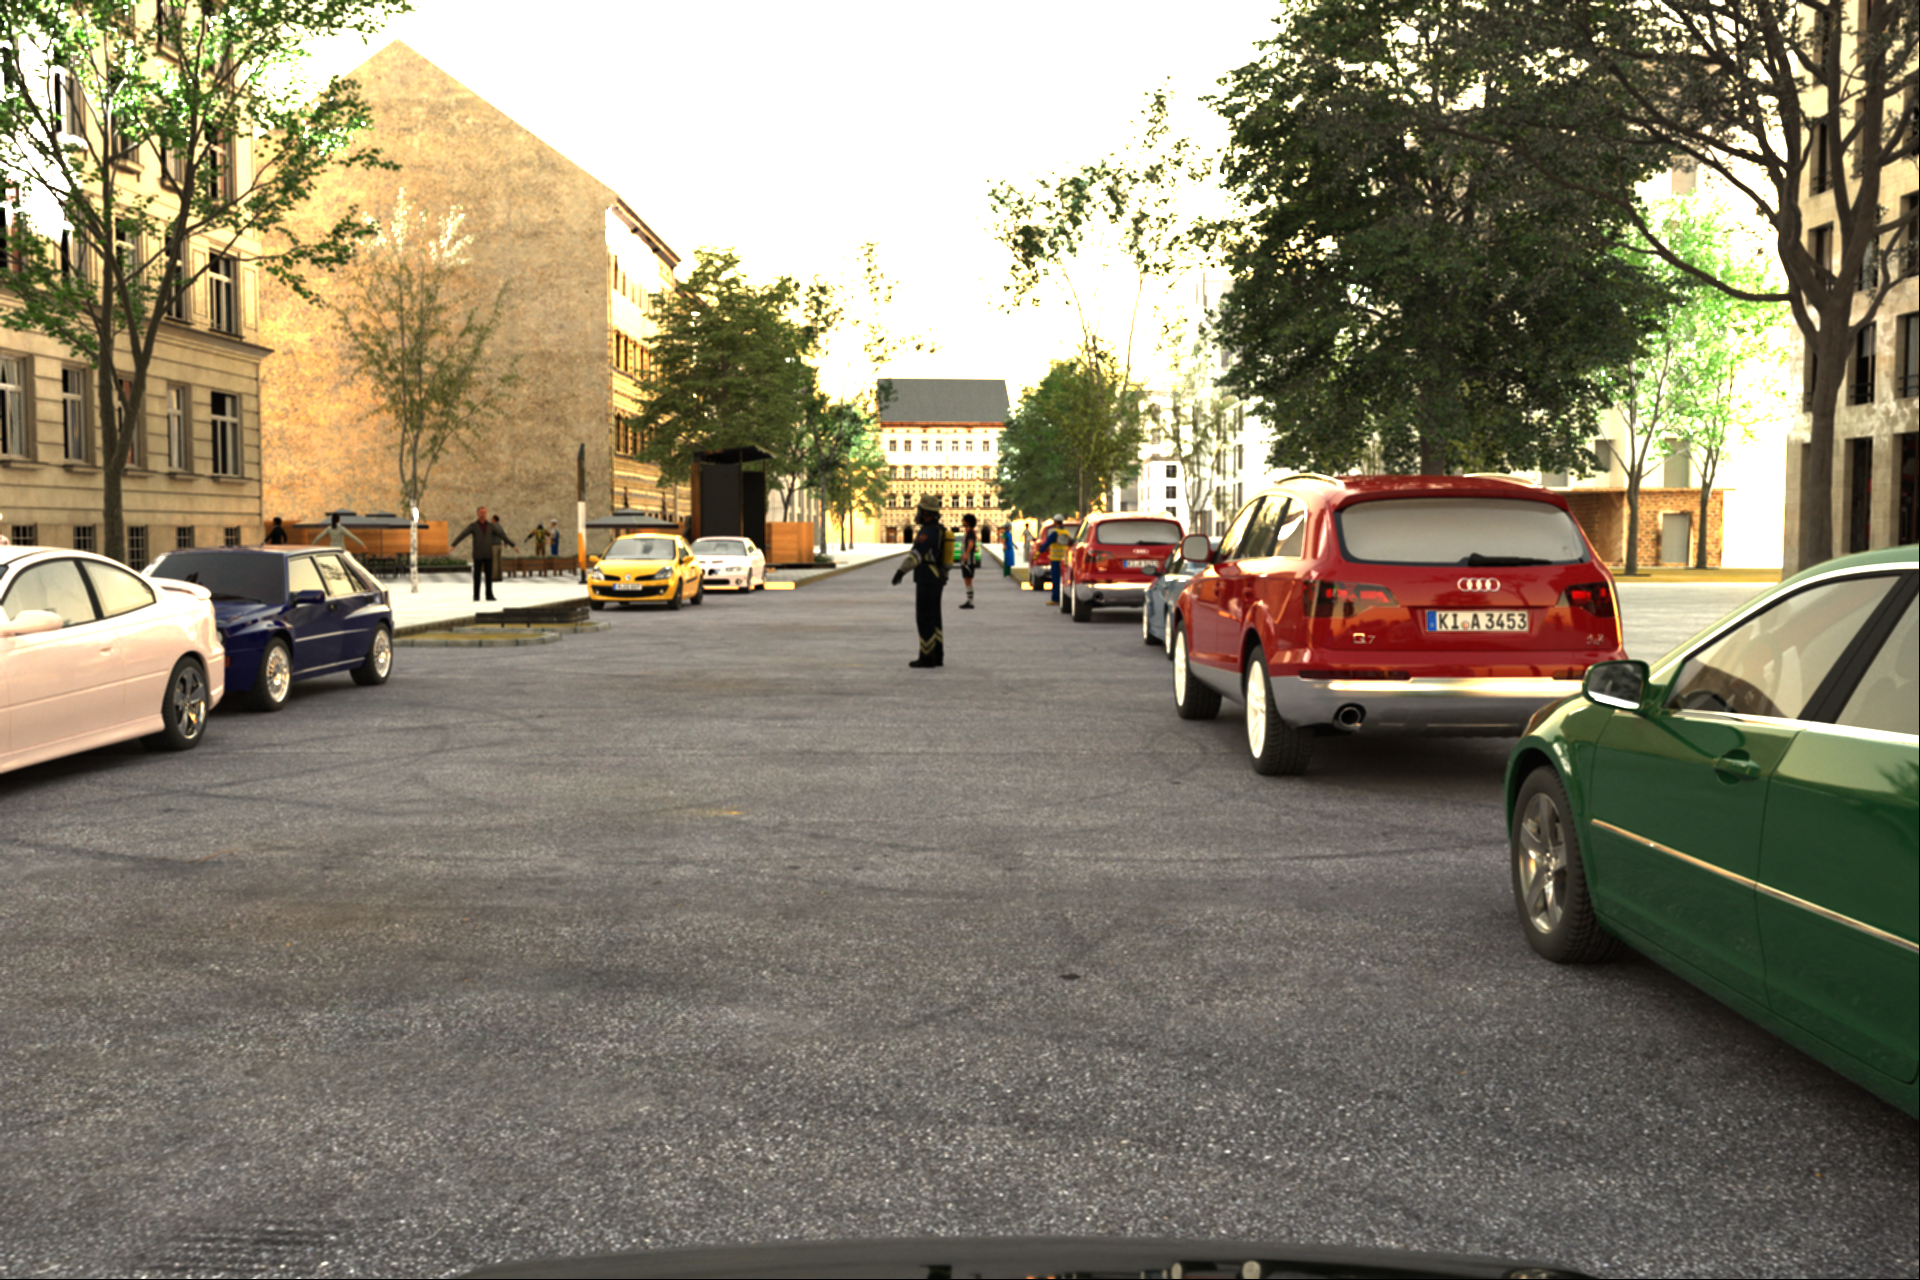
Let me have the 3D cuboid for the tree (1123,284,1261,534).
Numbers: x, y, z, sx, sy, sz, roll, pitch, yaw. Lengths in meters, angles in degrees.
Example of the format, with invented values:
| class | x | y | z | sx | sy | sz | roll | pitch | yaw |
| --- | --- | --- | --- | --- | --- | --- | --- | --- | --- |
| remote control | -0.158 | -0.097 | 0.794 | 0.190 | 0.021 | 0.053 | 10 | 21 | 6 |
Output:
| class | x | y | z | sx | sy | sz | roll | pitch | yaw |
| --- | --- | --- | --- | --- | --- | --- | --- | --- | --- |
| tree | 6.934 | -6.173 | 51.287 | 4.360 | 8.622 | 3.978 | 0 | 3 | 0 |

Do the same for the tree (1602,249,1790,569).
| class | x | y | z | sx | sy | sz | roll | pitch | yaw |
| --- | --- | --- | --- | --- | --- | --- | --- | --- | --- |
| tree | 27.309 | -8.395 | 63.011 | 9.928 | 11.665 | 9.643 | 0 | 3 | 0 |

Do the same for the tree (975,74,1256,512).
| class | x | y | z | sx | sy | sz | roll | pitch | yaw |
| --- | --- | --- | --- | --- | --- | --- | --- | --- | --- |
| tree | 6.540 | -13.303 | 73.396 | 12.611 | 20.169 | 13.585 | 0 | 3 | 0 |

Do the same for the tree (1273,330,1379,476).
| class | x | y | z | sx | sy | sz | roll | pitch | yaw |
| --- | --- | --- | --- | --- | --- | --- | --- | --- | --- |
| tree | 13.361 | -6.789 | 61.367 | 4.737 | 8.622 | 4.395 | 0 | 3 | 0 |

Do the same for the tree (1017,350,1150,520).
| class | x | y | z | sx | sy | sz | roll | pitch | yaw |
| --- | --- | --- | --- | --- | --- | --- | --- | --- | --- |
| tree | 7.087 | -10.596 | 98.992 | 9.928 | 11.665 | 9.643 | 0 | 3 | 0 |

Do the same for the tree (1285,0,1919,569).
| class | x | y | z | sx | sy | sz | roll | pitch | yaw |
| --- | --- | --- | --- | --- | --- | --- | --- | --- | --- |
| tree | 8.990 | -6.569 | 17.776 | 12.009 | 13.543 | 11.850 | 0 | 3 | 0 |

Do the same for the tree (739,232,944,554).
| class | x | y | z | sx | sy | sz | roll | pitch | yaw |
| --- | --- | --- | --- | --- | --- | --- | --- | --- | --- |
| tree | -7.793 | -15.465 | 108.738 | 12.611 | 20.169 | 13.585 | 0 | 3 | 0 |

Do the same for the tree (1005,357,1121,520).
| class | x | y | z | sx | sy | sz | roll | pitch | yaw |
| --- | --- | --- | --- | --- | --- | --- | --- | --- | --- |
| tree | 6.740 | -11.851 | 111.894 | 7.486 | 12.596 | 7.792 | 0 | 3 | 0 |

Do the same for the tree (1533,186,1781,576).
| class | x | y | z | sx | sy | sz | roll | pitch | yaw |
| --- | --- | --- | --- | --- | --- | --- | --- | --- | --- |
| tree | 20.607 | -7.759 | 52.612 | 9.928 | 11.665 | 9.643 | 0 | 3 | 0 |

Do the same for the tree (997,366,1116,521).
| class | x | y | z | sx | sy | sz | roll | pitch | yaw |
| --- | --- | --- | --- | --- | --- | --- | --- | --- | --- |
| tree | 6.885 | -13.498 | 127.350 | 9.857 | 13.997 | 8.962 | 0 | 3 | 0 |

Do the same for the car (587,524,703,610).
| class | x | y | z | sx | sy | sz | roll | pitch | yaw |
| --- | --- | --- | --- | --- | --- | --- | --- | --- | --- |
| car | -6.116 | -1.446 | 33.867 | 2.015 | 1.641 | 3.980 | 0 | 4 | 0 |

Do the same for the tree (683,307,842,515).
| class | x | y | z | sx | sy | sz | roll | pitch | yaw |
| --- | --- | --- | --- | --- | --- | --- | --- | --- | --- |
| tree | -8.927 | -9.324 | 78.202 | 9.928 | 11.665 | 9.643 | 0 | 3 | 0 |

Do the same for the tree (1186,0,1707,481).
| class | x | y | z | sx | sy | sz | roll | pitch | yaw |
| --- | --- | --- | --- | --- | --- | --- | --- | --- | --- |
| tree | 8.907 | -7.686 | 32.317 | 9.857 | 13.997 | 8.962 | 0 | 3 | 0 |

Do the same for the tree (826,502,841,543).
| class | x | y | z | sx | sy | sz | roll | pitch | yaw |
| --- | --- | --- | --- | --- | --- | --- | --- | --- | --- |
| tree | -16.924 | -17.946 | 243.780 | 4.360 | 8.622 | 3.978 | 0 | 3 | 0 |

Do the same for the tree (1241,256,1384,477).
| class | x | y | z | sx | sy | sz | roll | pitch | yaw |
| --- | --- | --- | --- | --- | --- | --- | --- | --- | --- |
| tree | 9.414 | -5.798 | 45.155 | 4.737 | 8.622 | 4.395 | 0 | 3 | 0 |

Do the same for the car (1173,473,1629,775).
| class | x | y | z | sx | sy | sz | roll | pitch | yaw |
| --- | --- | --- | --- | --- | --- | --- | --- | --- | --- |
| car | 2.735 | -0.193 | 11.835 | 2.281 | 1.827 | 5.304 | 0 | 4 | -1 |

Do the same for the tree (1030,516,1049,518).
| class | x | y | z | sx | sy | sz | roll | pitch | yaw |
| --- | --- | --- | --- | --- | --- | --- | --- | --- | --- |
| tree | 11.901 | -18.861 | 242.788 | 7.601 | 10.594 | 8.767 | 0 | 4 | -3 |

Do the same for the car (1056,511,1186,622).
| class | x | y | z | sx | sy | sz | roll | pitch | yaw |
| --- | --- | --- | --- | --- | --- | --- | --- | --- | --- |
| car | 2.837 | -1.291 | 29.776 | 2.281 | 1.827 | 5.304 | 0 | 4 | 0 |

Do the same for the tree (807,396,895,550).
| class | x | y | z | sx | sy | sz | roll | pitch | yaw |
| --- | --- | --- | --- | --- | --- | --- | --- | --- | --- |
| tree | -9.349 | -13.738 | 142.747 | 7.486 | 12.596 | 7.792 | 0 | 3 | 0 |

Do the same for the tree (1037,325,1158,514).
| class | x | y | z | sx | sy | sz | roll | pitch | yaw |
| --- | --- | --- | --- | --- | --- | --- | --- | --- | --- |
| tree | 4.935 | -6.827 | 61.977 | 4.737 | 8.622 | 4.395 | 0 | 3 | 0 |

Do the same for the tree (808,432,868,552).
| class | x | y | z | sx | sy | sz | roll | pitch | yaw |
| --- | --- | --- | --- | --- | --- | --- | --- | --- | --- |
| tree | -8.735 | -10.478 | 121.685 | 4.737 | 8.622 | 4.395 | 0 | 3 | 0 |

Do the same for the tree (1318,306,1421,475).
| class | x | y | z | sx | sy | sz | roll | pitch | yaw |
| --- | --- | --- | --- | --- | --- | --- | --- | --- | --- |
| tree | 12.985 | -6.388 | 54.801 | 4.360 | 8.622 | 3.978 | 0 | 3 | 0 |

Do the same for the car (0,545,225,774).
| class | x | y | z | sx | sy | sz | roll | pitch | yaw |
| --- | --- | --- | --- | --- | --- | --- | --- | --- | --- |
| car | -6.019 | 0.135 | 10.150 | 2.083 | 1.381 | 4.827 | 0 | 4 | 0 |

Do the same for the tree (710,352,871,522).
| class | x | y | z | sx | sy | sz | roll | pitch | yaw |
| --- | --- | --- | --- | --- | --- | --- | --- | --- | --- |
| tree | -9.066 | -9.449 | 88.910 | 8.767 | 10.594 | 7.601 | -1 | 4 | -17 |

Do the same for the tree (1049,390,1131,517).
| class | x | y | z | sx | sy | sz | roll | pitch | yaw |
| --- | --- | --- | --- | --- | --- | --- | --- | --- | --- |
| tree | 6.302 | -8.503 | 89.391 | 4.360 | 8.622 | 3.978 | 0 | 3 | 0 |

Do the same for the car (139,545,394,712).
| class | x | y | z | sx | sy | sz | roll | pitch | yaw |
| --- | --- | --- | --- | --- | --- | --- | --- | --- | --- |
| car | -6.348 | -0.159 | 15.179 | 1.945 | 1.354 | 3.894 | 0 | 4 | 0 |

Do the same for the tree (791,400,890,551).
| class | x | y | z | sx | sy | sz | roll | pitch | yaw |
| --- | --- | --- | --- | --- | --- | --- | --- | --- | --- |
| tree | -8.832 | -12.459 | 129.456 | 9.928 | 11.665 | 9.643 | 0 | 3 | 0 |

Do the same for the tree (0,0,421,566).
| class | x | y | z | sx | sy | sz | roll | pitch | yaw |
| --- | --- | --- | --- | --- | --- | --- | --- | --- | --- |
| tree | -12.025 | -6.053 | 24.717 | 9.928 | 11.665 | 9.643 | 0 | 3 | 0 |

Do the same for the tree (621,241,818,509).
| class | x | y | z | sx | sy | sz | roll | pitch | yaw |
| --- | --- | --- | --- | --- | --- | --- | --- | --- | --- |
| tree | -9.407 | -9.182 | 68.250 | 7.486 | 12.596 | 7.792 | 0 | 3 | 0 |

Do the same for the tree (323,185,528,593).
| class | x | y | z | sx | sy | sz | roll | pitch | yaw |
| --- | --- | --- | --- | --- | --- | --- | --- | --- | --- |
| tree | -12.114 | -5.327 | 37.463 | 4.360 | 8.622 | 3.978 | 0 | 3 | 0 |

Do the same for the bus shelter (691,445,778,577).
| class | x | y | z | sx | sy | sz | roll | pitch | yaw |
| --- | --- | --- | --- | --- | --- | --- | --- | --- | --- |
| bus shelter | -6.303 | -3.526 | 48.928 | 1.731 | 3.624 | 6.357 | 0 | 4 | 0 |

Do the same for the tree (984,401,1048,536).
| class | x | y | z | sx | sy | sz | roll | pitch | yaw |
| --- | --- | --- | --- | --- | --- | --- | --- | --- | --- |
| tree | 6.832 | -14.981 | 151.597 | 9.857 | 13.997 | 8.962 | 0 | 3 | 0 |

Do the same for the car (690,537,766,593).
| class | x | y | z | sx | sy | sz | roll | pitch | yaw |
| --- | --- | --- | --- | --- | --- | --- | --- | --- | --- |
| car | -5.970 | -1.894 | 43.330 | 2.083 | 1.381 | 4.827 | 0 | 4 | 1 |

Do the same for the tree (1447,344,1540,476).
| class | x | y | z | sx | sy | sz | roll | pitch | yaw |
| --- | --- | --- | --- | --- | --- | --- | --- | --- | --- |
| tree | 19.179 | -6.976 | 64.415 | 4.737 | 8.622 | 4.395 | 0 | 3 | 0 |

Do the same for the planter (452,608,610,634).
| class | x | y | z | sx | sy | sz | roll | pitch | yaw |
| --- | --- | --- | --- | --- | --- | --- | --- | --- | --- |
| planter | -6.297 | -0.284 | 25.781 | 1.991 | 0.319 | 1.994 | 0 | 4 | 0 |

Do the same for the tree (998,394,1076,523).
| class | x | y | z | sx | sy | sz | roll | pitch | yaw |
| --- | --- | --- | --- | --- | --- | --- | --- | --- | --- |
| tree | 6.379 | -13.505 | 138.925 | 7.486 | 12.596 | 7.792 | 0 | 3 | 0 |
